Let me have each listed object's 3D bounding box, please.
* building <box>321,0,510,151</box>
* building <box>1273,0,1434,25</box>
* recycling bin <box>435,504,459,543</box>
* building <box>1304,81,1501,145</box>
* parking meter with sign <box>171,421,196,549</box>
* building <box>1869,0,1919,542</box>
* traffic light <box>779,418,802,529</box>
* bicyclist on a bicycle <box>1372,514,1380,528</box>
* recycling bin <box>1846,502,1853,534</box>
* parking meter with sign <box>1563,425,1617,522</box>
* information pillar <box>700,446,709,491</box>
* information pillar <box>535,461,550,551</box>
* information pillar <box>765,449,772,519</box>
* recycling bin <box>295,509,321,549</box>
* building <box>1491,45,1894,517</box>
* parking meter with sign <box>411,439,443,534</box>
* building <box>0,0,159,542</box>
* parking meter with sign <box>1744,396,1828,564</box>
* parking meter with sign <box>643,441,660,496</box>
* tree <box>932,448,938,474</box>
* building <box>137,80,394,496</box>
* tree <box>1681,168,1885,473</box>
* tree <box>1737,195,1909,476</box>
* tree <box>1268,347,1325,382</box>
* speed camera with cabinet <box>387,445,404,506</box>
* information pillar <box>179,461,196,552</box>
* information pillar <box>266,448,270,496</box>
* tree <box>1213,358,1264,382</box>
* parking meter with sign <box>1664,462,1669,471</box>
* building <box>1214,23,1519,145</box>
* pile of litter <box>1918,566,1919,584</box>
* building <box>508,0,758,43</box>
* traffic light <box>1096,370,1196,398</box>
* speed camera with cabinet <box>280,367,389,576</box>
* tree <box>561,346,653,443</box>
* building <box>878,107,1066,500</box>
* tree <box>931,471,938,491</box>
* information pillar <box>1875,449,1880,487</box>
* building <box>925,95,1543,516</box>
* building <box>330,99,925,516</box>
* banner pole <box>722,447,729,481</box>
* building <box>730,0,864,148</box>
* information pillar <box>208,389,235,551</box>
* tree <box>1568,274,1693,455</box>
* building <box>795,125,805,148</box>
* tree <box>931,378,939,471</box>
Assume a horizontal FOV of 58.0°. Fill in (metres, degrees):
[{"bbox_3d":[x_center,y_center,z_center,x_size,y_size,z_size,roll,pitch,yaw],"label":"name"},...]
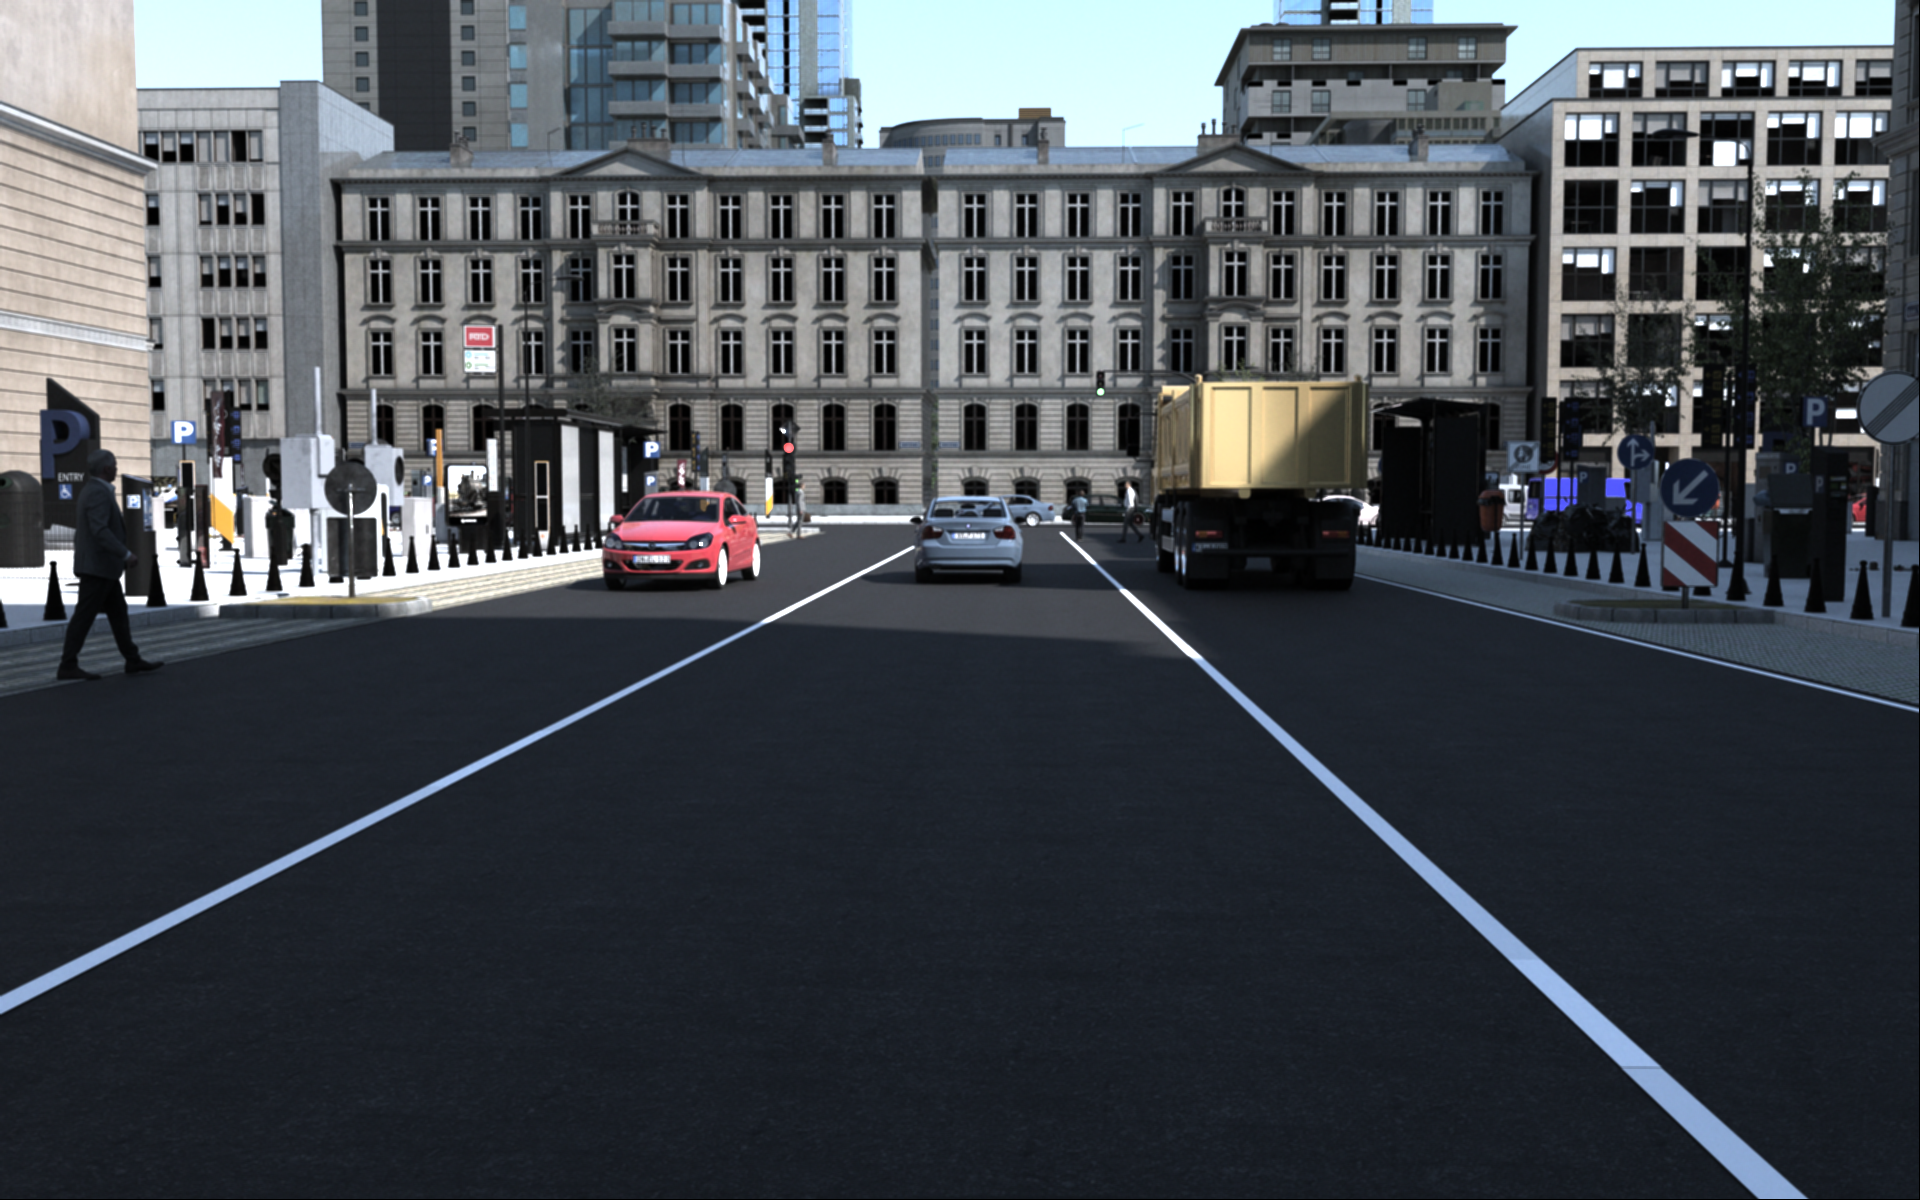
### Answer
[{"bbox_3d":[-58.880,-46.538,199.155,20.611,71.187,20.563,0,4,2],"label":"building"},{"bbox_3d":[59.905,-58.205,264.318,31.000,86.520,22.319,0,4,2],"label":"building"},{"bbox_3d":[-13.490,-2.055,46.145,0.722,1.027,0.722,1,4,13],"label":"recycling bin"},{"bbox_3d":[46.082,-29.105,167.749,32.217,40.220,23.993,0,4,2],"label":"building"},{"bbox_3d":[-18.136,-2.709,40.547,0.543,3.016,1.738,-2,4,-25],"label":"parking meter with sign"},{"bbox_3d":[31.031,-14.587,35.764,12.463,27.353,25.104,0,4,2],"label":"building"},{"bbox_3d":[-6.263,-4.590,63.962,0.839,4.253,0.868,0,4,2],"label":"traffic light"},{"bbox_3d":[17.456,-3.665,69.948,1.625,1.676,1.499,0,4,2],"label":"bicyclist on a bicycle"},{"bbox_3d":[28.681,-2.685,56.455,0.722,1.027,0.722,2,4,29],"label":"recycling bin"},{"bbox_3d":[16.180,-2.938,44.295,1.738,3.016,0.543,-2,4,-33],"label":"parking meter with sign"},{"bbox_3d":[-12.585,-5.746,85.309,0.504,3.616,0.183,2,4,29],"label":"information pillar"},{"bbox_3d":[-9.364,-2.101,38.845,0.304,2.012,0.304,-1,4,-11],"label":"information pillar"},{"bbox_3d":[-9.957,-6.042,90.135,0.183,3.616,0.504,2,4,32],"label":"information pillar"},{"bbox_3d":[-15.375,-1.748,41.128,0.722,1.027,0.722,-1,4,-12],"label":"recycling bin"},{"bbox_3d":[50.278,-18.431,105.867,34.151,26.468,19.350,0,4,2],"label":"building"},{"bbox_3d":[-17.163,-3.613,55.328,0.543,3.016,1.738,-3,5,-44],"label":"parking meter with sign"},{"bbox_3d":[-33.517,-15.794,44.133,20.117,28.700,13.634,0,4,2],"label":"building"},{"bbox_3d":[15.016,-2.174,31.811,0.543,3.016,1.738,-1,4,-17],"label":"parking meter with sign"},{"bbox_3d":[-10.114,-3.693,56.636,0.543,3.016,1.738,0,4,-7],"label":"parking meter with sign"},{"bbox_3d":[-4.271,-15.968,211.438,4.737,8.622,4.395,0,3,0],"label":"tree"},{"bbox_3d":[-46.276,-17.591,105.632,19.932,24.808,12.078,0,4,2],"label":"building"},{"bbox_3d":[18.455,-5.390,38.485,4.737,8.622,4.395,0,3,0],"label":"tree"},{"bbox_3d":[21.420,-5.682,43.257,4.360,8.622,3.978,0,3,0],"label":"tree"},{"bbox_3d":[16.983,-8.287,85.858,4.360,8.622,3.978,0,3,0],"label":"tree"},{"bbox_3d":[-10.814,-2.302,31.977,0.660,3.252,2.038,0,4,-2],"label":"speed camera with cabinet"},{"bbox_3d":[-17.164,-2.082,38.530,0.304,2.012,0.304,-1,4,-22],"label":"information pillar"},{"bbox_3d":[-34.982,-5.884,87.564,0.183,3.616,0.504,-1,4,-13],"label":"information pillar"},{"bbox_3d":[14.694,-8.717,92.882,4.737,8.622,4.395,0,3,0],"label":"tree"},{"bbox_3d":[38.034,-6.064,95.405,1.738,3.016,0.543,3,5,41],"label":"parking meter with sign"},{"bbox_3d":[44.038,-36.936,193.147,28.713,52.752,27.495,0,4,2],"label":"building"},{"bbox_3d":[13.000,-0.506,22.234,1.719,0.858,1.176,-1,4,-21],"label":"pile of litter"},{"bbox_3d":[-30.273,-33.611,169.145,23.786,49.044,30.456,0,4,2],"label":"building"},{"bbox_3d":[7.346,-5.425,63.372,4.771,5.953,1.251,0,4,2],"label":"traffic light"},{"bbox_3d":[-10.067,-2.045,27.767,0.660,3.252,2.038,1,4,11],"label":"speed camera with cabinet"},{"bbox_3d":[-17.843,-8.368,87.171,4.360,8.622,3.978,0,3,0],"label":"tree"},{"bbox_3d":[1.891,-44.353,267.175,28.212,58.520,21.231,0,4,2],"label":"building"},{"bbox_3d":[-4.207,-13.363,202.203,4.285,4.588,4.351,0,3,0],"label":"tree"},{"bbox_3d":[47.515,-6.017,89.737,0.183,3.616,0.504,3,4,38],"label":"information pillar"},{"bbox_3d":[15.772,-17.457,104.506,34.723,24.649,14.460,0,4,2],"label":"building"},{"bbox_3d":[-18.930,-17.529,105.687,34.723,24.649,14.460,0,4,2],"label":"building"},{"bbox_3d":[-12.590,-6.308,93.156,0.401,3.779,0.863,-3,4,-36],"label":"banner pole"},{"bbox_3d":[-27.868,-58.397,267.465,31.000,86.520,22.319,0,4,2],"label":"building"},{"bbox_3d":[-16.536,-2.901,38.793,0.504,3.616,0.183,0,4,2],"label":"information pillar"},{"bbox_3d":[22.486,-6.535,57.216,4.360,8.622,3.978,0,3,0],"label":"tree"},{"bbox_3d":[-33.407,-35.354,197.652,30.456,49.044,23.786,0,4,2],"label":"building"},{"bbox_3d":[-5.822,-15.252,156.019,9.857,13.997,8.962,0,3,0],"label":"tree"}]
